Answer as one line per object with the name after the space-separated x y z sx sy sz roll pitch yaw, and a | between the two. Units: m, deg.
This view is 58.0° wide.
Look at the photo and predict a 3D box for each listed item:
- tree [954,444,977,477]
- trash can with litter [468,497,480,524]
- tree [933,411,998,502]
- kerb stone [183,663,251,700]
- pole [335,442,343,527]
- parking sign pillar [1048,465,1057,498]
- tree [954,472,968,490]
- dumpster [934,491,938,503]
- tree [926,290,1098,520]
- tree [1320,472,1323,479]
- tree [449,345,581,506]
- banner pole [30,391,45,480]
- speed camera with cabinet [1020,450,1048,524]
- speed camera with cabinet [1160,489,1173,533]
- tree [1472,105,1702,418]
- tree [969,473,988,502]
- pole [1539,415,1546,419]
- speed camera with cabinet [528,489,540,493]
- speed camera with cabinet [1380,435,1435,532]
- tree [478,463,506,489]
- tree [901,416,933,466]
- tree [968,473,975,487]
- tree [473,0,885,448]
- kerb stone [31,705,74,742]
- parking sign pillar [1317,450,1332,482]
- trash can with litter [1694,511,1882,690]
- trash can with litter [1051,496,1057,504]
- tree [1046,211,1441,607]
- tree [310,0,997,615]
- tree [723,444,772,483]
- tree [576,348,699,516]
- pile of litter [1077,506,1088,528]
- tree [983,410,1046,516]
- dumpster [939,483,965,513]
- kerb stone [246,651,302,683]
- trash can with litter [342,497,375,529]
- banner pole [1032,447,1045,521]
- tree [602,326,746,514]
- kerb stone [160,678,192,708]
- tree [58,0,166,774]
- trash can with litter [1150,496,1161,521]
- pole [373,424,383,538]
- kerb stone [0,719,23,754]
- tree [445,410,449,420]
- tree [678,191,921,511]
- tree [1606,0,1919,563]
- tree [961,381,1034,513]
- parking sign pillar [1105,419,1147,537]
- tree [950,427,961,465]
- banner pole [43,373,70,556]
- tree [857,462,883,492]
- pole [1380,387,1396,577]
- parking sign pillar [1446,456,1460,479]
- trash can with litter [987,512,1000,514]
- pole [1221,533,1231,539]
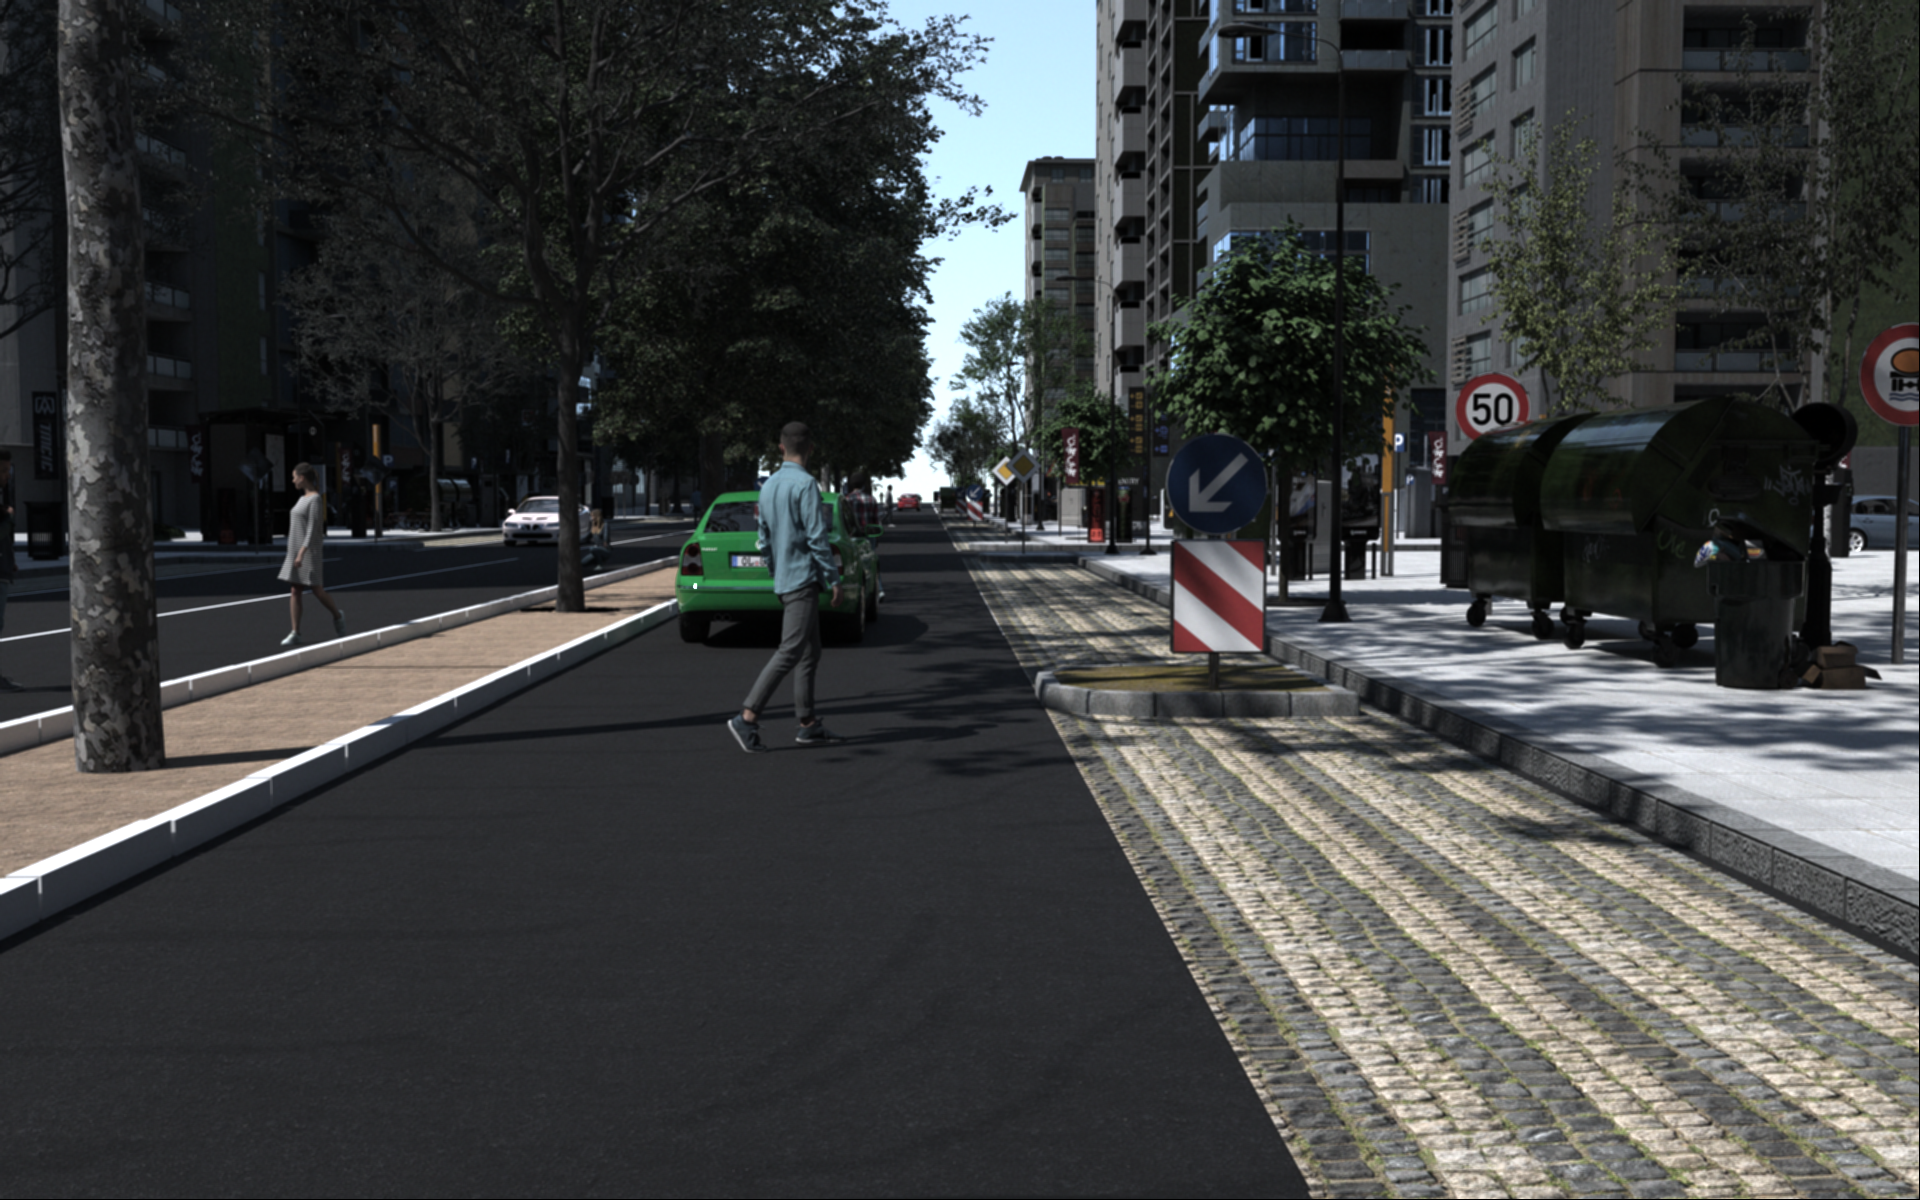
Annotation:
0.492 -18.042 245.346 4.737 8.622 4.395 0 3 0 | tree
-20.969 -3.899 75.142 0.624 1.170 1.055 0 4 -6 | trash can with litter
1.496 -15.297 184.520 7.601 10.594 8.767 3 5 41 | tree
-5.381 0.594 12.479 0.120 0.150 1.000 0 4 -1 | kerb stone
-24.318 -4.525 67.820 0.158 3.312 0.155 0 3 0 | pole
6.543 -7.791 115.847 1.447 3.967 1.447 1 4 13 | parking sign pillar
0.794 -15.428 235.965 4.285 4.588 4.351 0 3 0 | tree
-3.312 -16.325 275.132 1.865 1.857 1.264 0 4 1 | dumpster
3.138 -9.867 87.076 9.928 11.665 9.643 0 3 0 | tree
14.439 -4.348 65.693 1.663 3.219 1.824 0 3 0 | tree
-18.673 -7.564 74.034 4.360 8.622 3.978 0 3 0 | tree
-19.480 -2.891 37.289 0.863 3.779 0.401 -2 4 -28 | banner pole
3.183 -4.871 73.983 0.660 3.252 2.038 1 4 22 | speed camera with cabinet
7.635 -3.828 56.917 2.038 3.252 0.660 2 4 31 | speed camera with cabinet
11.624 -5.063 33.140 4.737 8.622 4.395 0 3 0 | tree
1.983 -11.031 174.955 1.663 3.219 1.824 0 3 0 | tree
14.955 -3.099 44.512 0.158 3.312 0.155 0 3 0 | pole
-28.953 -7.555 117.852 0.660 3.252 2.038 1 4 11 | speed camera with cabinet
15.084 -3.942 58.787 0.660 3.252 2.038 -3 5 -45 | speed camera with cabinet
-28.454 -6.779 105.435 1.663 3.219 1.824 0 3 0 | tree
-6.371 -10.934 115.640 8.767 10.594 7.601 0 4 -1 | tree
3.055 -7.304 103.127 4.285 4.588 4.351 0 3 0 | tree
-4.727 -7.581 33.065 9.857 13.997 8.962 0 3 0 | tree
-5.337 0.722 10.425 0.120 0.150 1.000 0 4 -1 | kerb stone
15.809 -5.346 75.878 1.447 3.967 1.447 0 4 5 | parking sign pillar
5.512 -0.010 11.547 1.055 1.170 0.624 0 4 0 | trash can with litter
4.852 -5.150 95.583 1.055 1.170 0.624 0 4 -5 | trash can with litter
3.842 -2.229 20.153 4.285 4.588 4.351 0 3 0 | tree
-4.767 -6.602 20.775 12.009 13.543 11.850 0 3 0 | tree
-20.145 -13.159 165.514 4.737 8.622 4.395 0 3 0 | tree
-18.218 -10.155 100.438 8.767 10.594 7.601 -1 4 -9 | tree
5.049 -3.172 65.834 1.176 0.858 1.719 0 4 4 | pile of litter
3.660 -4.012 49.305 4.285 4.588 4.351 0 3 0 | tree
-0.598 -7.825 132.884 1.985 2.255 1.502 0 4 -2 | dumpster
-5.396 0.535 13.503 0.120 0.150 1.000 0 4 -1 | kerb stone
-22.047 -3.185 63.465 1.055 1.170 0.624 -3 5 -44 | trash can with litter
3.765 -5.604 81.646 0.863 3.779 0.401 2 4 30 | banner pole
-18.643 -11.995 113.120 9.611 12.733 9.660 0 3 0 | tree
-5.368 0.657 11.450 0.120 0.150 1.000 0 4 -1 | kerb stone
-3.143 -9.127 7.578 12.611 20.169 13.585 0 3 0 | tree
9.562 -4.439 83.636 1.678 1.210 2.233 -2 4 -30 | trash can with litter
-17.082 -3.483 50.796 0.158 3.312 0.155 0 3 0 | pole
-5.316 0.784 9.403 0.120 0.150 1.000 0 4 -1 | kerb stone
-27.669 -9.166 100.224 4.360 8.622 3.978 0 3 0 | tree
-5.339 -8.563 60.595 7.486 12.596 7.792 0 3 0 | tree
10.345 -4.312 20.859 4.360 8.622 3.978 0 3 0 | tree
2.648 -9.939 112.871 4.360 8.622 3.978 0 3 0 | tree
5.063 -3.920 52.561 1.447 3.967 1.447 2 4 32 | parking sign pillar
1.460 -12.275 151.065 4.360 8.622 3.978 0 3 0 | tree
-18.702 -2.826 36.214 0.401 3.779 0.863 -1 4 -10 | banner pole
-6.010 -8.962 99.352 4.360 8.622 3.978 0 3 0 | tree
6.644 -2.019 26.854 0.158 3.312 0.155 0 3 0 | pole
20.784 -5.231 73.996 1.447 3.967 1.447 -1 4 -18 | parking sign pillar
2.443 -6.048 109.942 2.233 1.210 1.678 0 4 1 | trash can with litter
4.675 -2.228 30.278 0.158 3.312 0.155 0 3 0 | pole
